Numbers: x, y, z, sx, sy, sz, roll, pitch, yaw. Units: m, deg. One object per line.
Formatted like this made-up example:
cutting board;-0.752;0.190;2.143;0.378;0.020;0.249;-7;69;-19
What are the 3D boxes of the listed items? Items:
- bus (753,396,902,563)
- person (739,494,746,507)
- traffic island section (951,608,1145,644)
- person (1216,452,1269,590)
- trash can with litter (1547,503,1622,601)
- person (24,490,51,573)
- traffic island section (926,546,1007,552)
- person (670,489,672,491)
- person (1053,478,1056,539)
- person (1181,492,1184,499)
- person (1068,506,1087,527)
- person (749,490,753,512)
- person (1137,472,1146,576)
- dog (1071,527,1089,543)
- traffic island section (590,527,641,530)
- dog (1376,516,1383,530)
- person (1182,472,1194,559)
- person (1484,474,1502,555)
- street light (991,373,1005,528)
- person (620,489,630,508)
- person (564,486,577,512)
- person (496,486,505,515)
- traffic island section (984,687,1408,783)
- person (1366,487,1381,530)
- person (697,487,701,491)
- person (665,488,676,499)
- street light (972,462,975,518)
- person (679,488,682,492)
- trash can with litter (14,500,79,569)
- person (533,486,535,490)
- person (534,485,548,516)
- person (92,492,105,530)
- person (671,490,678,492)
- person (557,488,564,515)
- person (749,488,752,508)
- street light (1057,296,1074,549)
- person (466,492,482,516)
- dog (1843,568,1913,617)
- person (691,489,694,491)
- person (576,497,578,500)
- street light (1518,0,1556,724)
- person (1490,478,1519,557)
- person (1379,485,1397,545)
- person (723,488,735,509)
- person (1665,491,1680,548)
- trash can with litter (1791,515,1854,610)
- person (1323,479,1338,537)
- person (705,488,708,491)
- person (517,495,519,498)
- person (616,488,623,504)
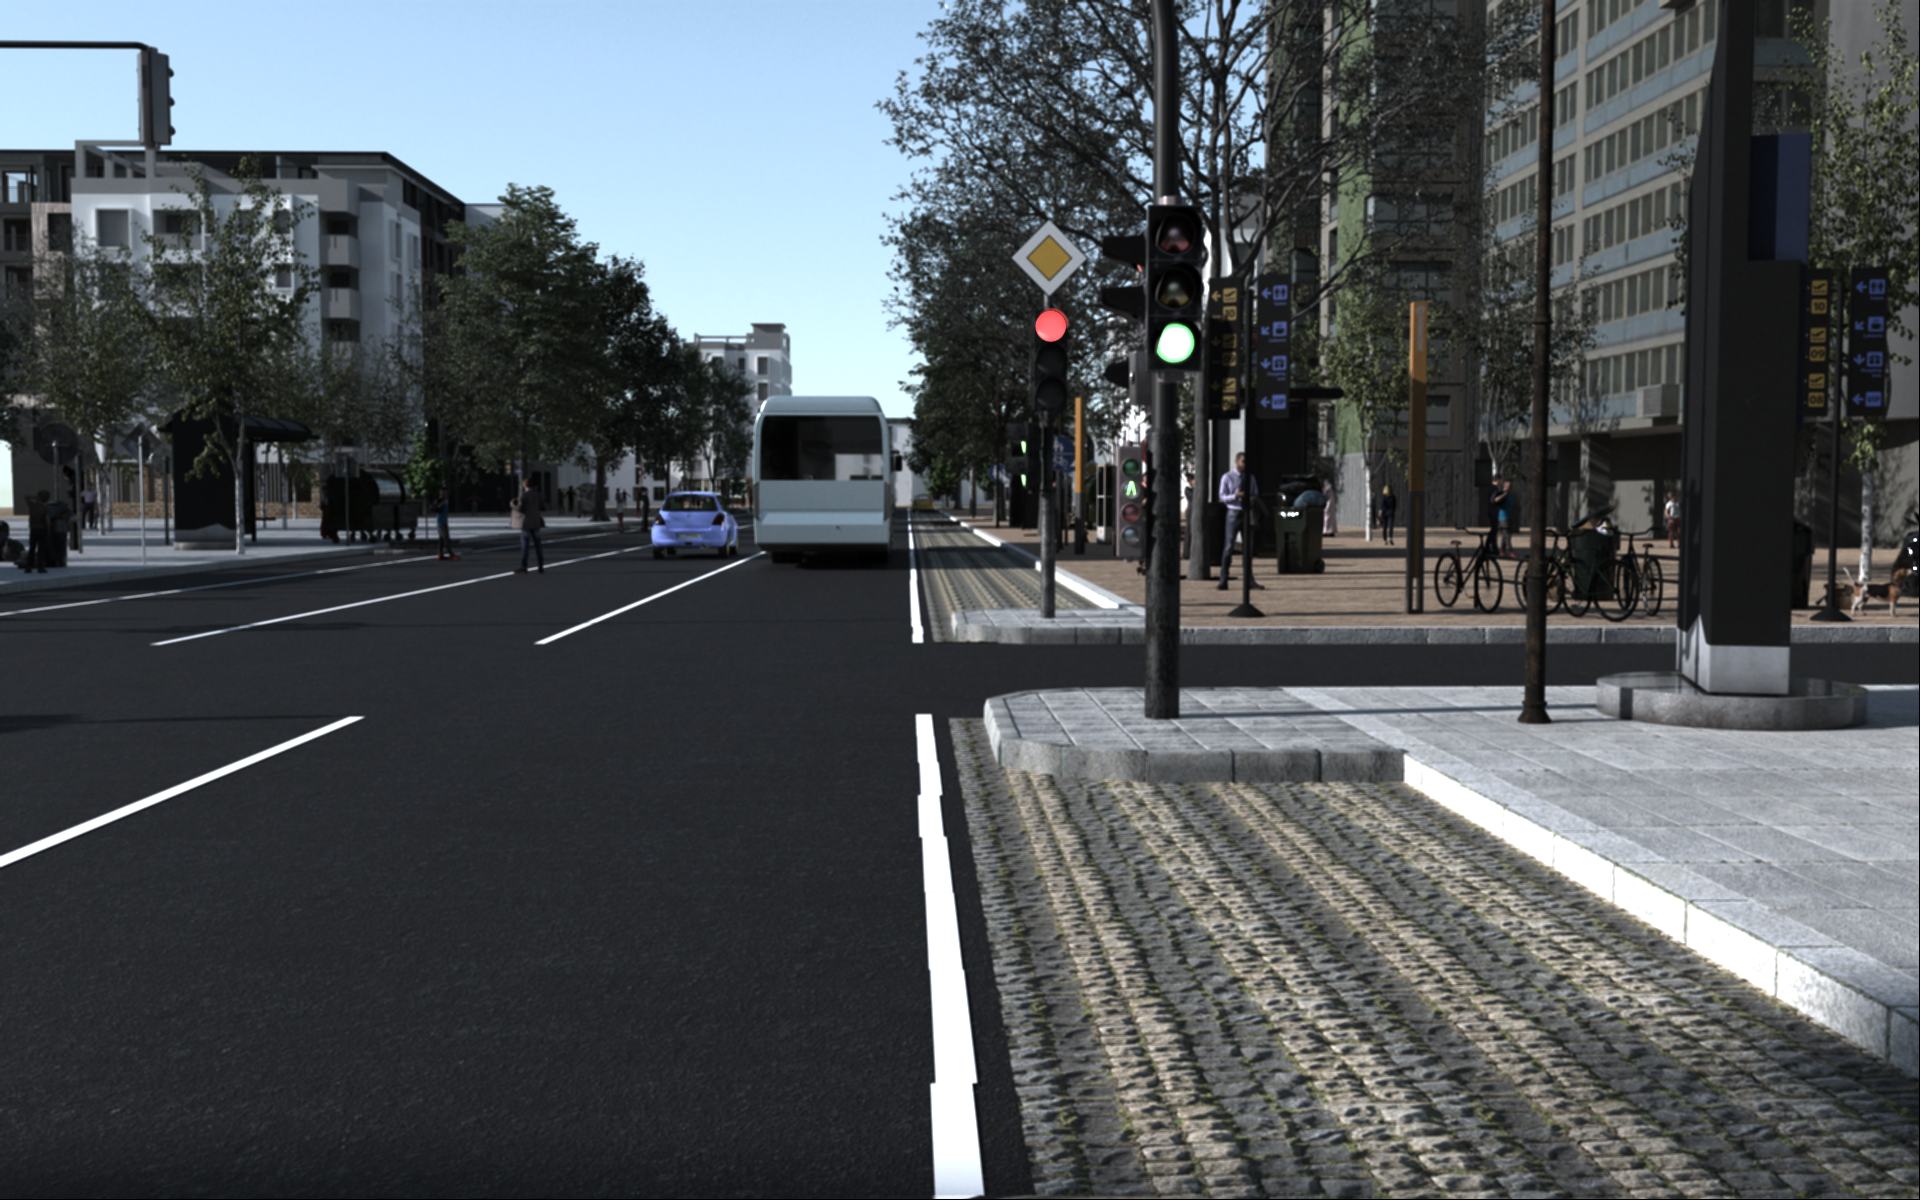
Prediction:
bus;-2.793;-2.703;39.055;2.948;3.499;13.247;0;4;-2
person;-21.657;-9.958;172.121;0.445;1.727;0.742;3;4;38
traffic island section;0.933;0.264;17.966;2.009;0.180;2.903;0;4;-2
person;3.773;-1.048;23.039;0.709;1.838;0.599;-1;4;-19
trash can with litter;7.429;-0.586;20.970;1.055;1.170;0.624;3;4;37
person;-15.026;-1.116;28.192;0.435;1.345;0.340;-1;4;-22
traffic island section;0.150;-1.272;43.656;1.991;0.108;1.994;0;4;-2
person;-27.957;-9.816;167.059;0.750;1.759;0.617;1;4;23
person;2.640;-2.569;48.747;0.576;1.737;0.504;-3;5;-40
person;7.879;-3.353;62.327;0.415;1.643;0.593;-2;4;-25
person;4.460;-3.217;66.920;0.655;0.850;0.859;-3;4;-37
person;-16.748;-7.968;139.458;0.721;1.739;1.217;0;4;5
person;2.967;-1.204;27.191;0.415;1.643;0.593;-2;4;-29
dog;3.161;-1.710;45.692;0.748;0.427;0.550;-1;4;-22
traffic island section;-13.835;-2.894;70.187;1.991;0.108;1.994;0;4;-2
dog;15.054;-2.751;61.807;0.406;0.507;0.540;1;4;15
person;4.639;-1.671;34.163;0.445;1.727;0.742;-1;4;-16
person;11.225;-1.797;36.349;0.530;1.710;0.541;3;4;36
street light;1.445;-5.713;66.193;0.468;5.910;1.993;0;4;-2
person;-31.403;-9.493;162.073;1.217;1.723;0.721;-1;4;-10
person;-27.201;-7.067;121.217;0.705;1.869;1.348;3;5;44
person;-28.756;-6.225;108.262;0.683;1.767;0.568;1;4;13
traffic island section;1.175;0.752;9.985;2.009;0.180;2.903;0;4;-2
person;14.884;-3.319;62.524;0.499;1.552;0.429;-1;4;-20
person;-17.898;-6.795;117.926;0.721;1.735;1.217;0;3;0
person;-19.363;-6.754;117.295;1.217;1.723;0.721;0;4;-8
street light;0.728;-7.314;92.366;0.468;5.910;1.993;0;4;-2
person;-20.223;-7.279;125.789;1.217;1.736;0.721;2;4;25
trash can with litter;-15.907;-1.146;30.122;0.624;1.170;1.055;0;4;8
person;-26.892;-6.320;109.381;1.348;1.822;0.705;1;4;14
person;-25.316;-5.961;103.513;1.348;1.822;0.705;-1;4;-9
person;-30.475;-3.171;61.117;0.726;1.435;0.776;2;4;34
person;-25.439;-9.057;154.924;0.742;1.727;0.445;-3;4;-37
person;-25.051;-6.186;108.648;0.415;1.643;0.593;1;4;9
person;-19.456;-9.445;160.470;0.705;1.824;1.348;0;4;-6
street light;2.327;-4.112;40.024;0.468;5.910;1.993;0;4;-2
person;-28.950;-5.744;103.185;0.991;1.433;0.599;-2;4;-31
dog;9.635;-0.083;18.180;0.540;0.507;0.406;0;4;1
person;-21.176;-7.949;137.475;0.415;1.643;0.593;0;4;0
person;-23.726;-6.357;109.987;1.348;1.822;0.705;-2;4;-33
street light;3.232;-2.250;9.569;0.468;5.910;1.993;0;4;-2
person;10.659;-1.582;33.786;0.662;1.594;0.647;2;4;29
person;10.827;-2.147;43.682;0.480;1.512;0.613;-1;4;-15
person;-19.326;-8.477;144.636;0.705;1.824;1.348;3;5;40
person;16.997;-1.904;41.086;0.435;1.345;0.340;-2;4;-25
trash can with litter;9.576;-0.494;19.472;1.055;1.170;0.624;2;4;26
person;10.936;-2.739;51.501;0.621;1.740;0.551;0;4;-1
person;-17.806;-6.998;121.398;0.436;1.711;0.756;0;4;7
person;-26.196;-6.033;104.689;1.348;1.824;0.705;-2;4;-25
person;-25.815;-7.616;131.268;0.721;1.736;1.217;1;4;12
